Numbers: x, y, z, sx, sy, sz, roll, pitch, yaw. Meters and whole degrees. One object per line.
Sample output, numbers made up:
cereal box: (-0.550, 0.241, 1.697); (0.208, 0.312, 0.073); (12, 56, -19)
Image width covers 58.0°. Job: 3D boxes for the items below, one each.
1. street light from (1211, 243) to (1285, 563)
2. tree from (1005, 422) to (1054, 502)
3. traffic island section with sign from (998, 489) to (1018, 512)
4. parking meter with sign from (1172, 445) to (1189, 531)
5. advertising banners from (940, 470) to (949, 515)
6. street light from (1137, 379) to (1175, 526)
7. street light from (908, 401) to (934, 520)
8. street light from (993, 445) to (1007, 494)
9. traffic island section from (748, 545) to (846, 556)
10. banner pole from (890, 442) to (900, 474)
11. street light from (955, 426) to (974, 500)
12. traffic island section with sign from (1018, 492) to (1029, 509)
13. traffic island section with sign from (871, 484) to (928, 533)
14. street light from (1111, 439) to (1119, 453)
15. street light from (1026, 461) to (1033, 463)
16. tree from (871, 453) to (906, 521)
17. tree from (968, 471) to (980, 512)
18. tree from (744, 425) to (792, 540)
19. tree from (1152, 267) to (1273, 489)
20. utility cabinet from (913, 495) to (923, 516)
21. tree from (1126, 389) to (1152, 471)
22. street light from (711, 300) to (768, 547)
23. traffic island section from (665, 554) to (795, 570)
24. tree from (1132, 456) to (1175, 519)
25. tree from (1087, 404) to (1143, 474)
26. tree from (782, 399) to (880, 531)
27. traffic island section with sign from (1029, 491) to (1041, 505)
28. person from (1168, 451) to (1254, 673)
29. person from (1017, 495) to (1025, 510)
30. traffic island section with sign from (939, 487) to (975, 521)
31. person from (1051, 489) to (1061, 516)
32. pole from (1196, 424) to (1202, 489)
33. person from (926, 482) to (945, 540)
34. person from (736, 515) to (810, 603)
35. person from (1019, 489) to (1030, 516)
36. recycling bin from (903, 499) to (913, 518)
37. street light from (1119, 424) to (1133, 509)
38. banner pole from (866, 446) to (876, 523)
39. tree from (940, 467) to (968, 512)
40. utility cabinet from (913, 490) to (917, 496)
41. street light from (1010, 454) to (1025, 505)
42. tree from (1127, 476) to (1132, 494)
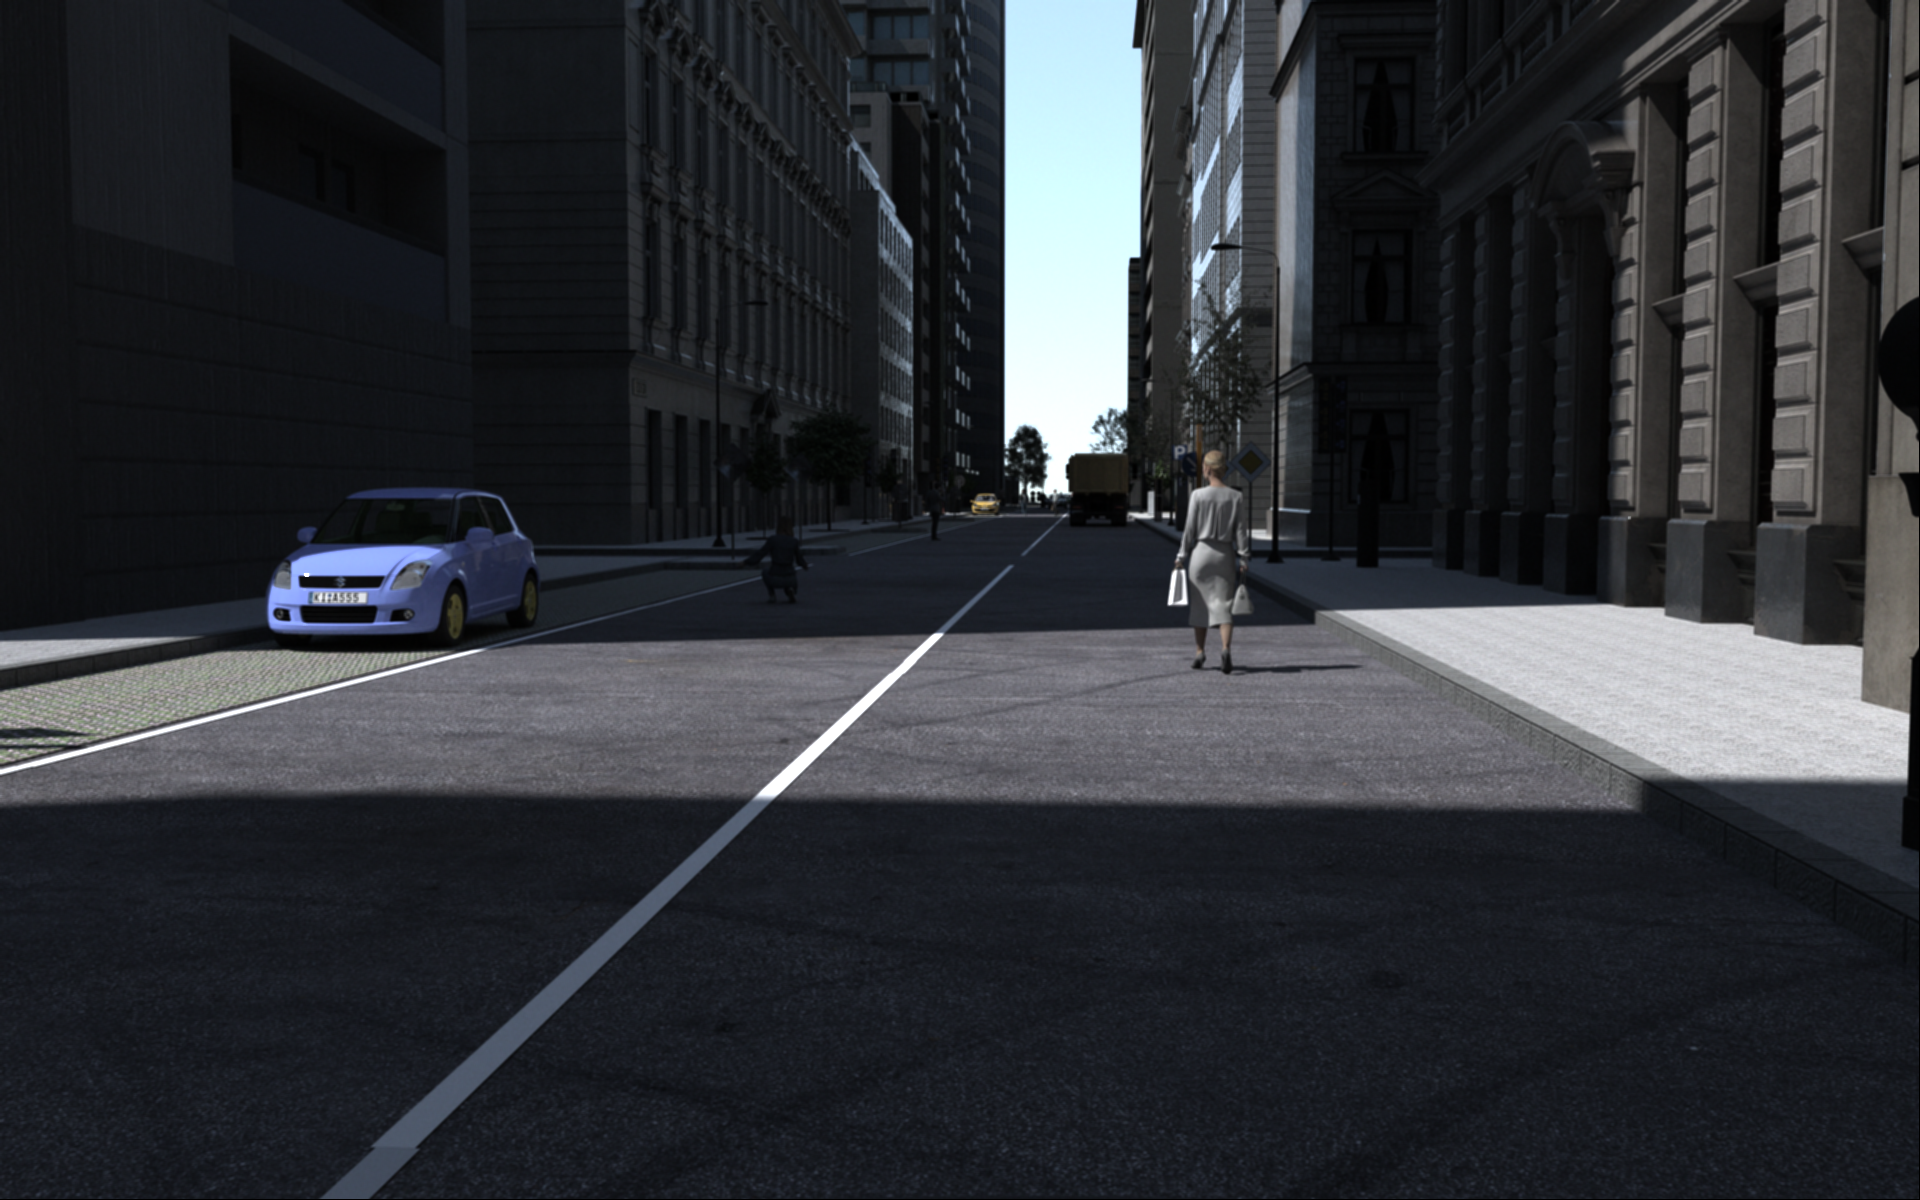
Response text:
street light: (5.343, -3.649, 32.201); (1.470, 5.913, 1.316); (0, 4, 4)
tree: (10.459, -21.924, 275.464); (9.611, 12.733, 9.660); (0, 3, 0)
traffic island section with sign: (3.473, -8.133, 141.600); (1.989, 1.847, 2.006); (0, 4, 4)
parking meter with sign: (7.724, -3.927, 60.473); (0.543, 3.016, 1.738); (0, 4, 3)
advertising banners: (-1.016, -6.885, 108.762); (0.090, 3.025, 2.074); (-1, 4, -16)
street light: (8.023, -5.964, 70.046); (1.470, 5.913, 1.316); (0, 4, 4)
street light: (-1.998, -7.001, 87.006); (1.470, 5.913, 1.316); (0, 4, 4)
street light: (3.733, -11.683, 163.564); (1.470, 5.913, 1.316); (0, 4, 4)
traffic island section: (-3.869, -1.194, 41.808); (2.009, 0.180, 2.903); (0, 4, 4)
banner pole: (-3.114, -5.758, 84.156); (0.401, 3.779, 0.863); (-3, 5, -44)
street light: (0.260, -8.898, 118.025); (1.470, 5.913, 1.316); (0, 4, 4)
traffic island section with sign: (5.460, -9.777, 168.482); (1.989, 1.847, 2.006); (0, 4, 4)
traffic island section with sign: (-2.208, -3.412, 64.413); (1.989, 1.847, 2.006); (0, 4, 4)
street light: (13.729, -10.611, 146.025); (1.470, 5.913, 1.316); (0, 4, 4)
street light: (9.730, -16.742, 246.278); (1.470, 5.913, 1.316); (0, 4, 4)
tree: (-3.310, -5.350, 82.075); (1.663, 3.219, 1.824); (0, 3, 0)
tree: (0.368, -8.150, 127.853); (1.663, 3.219, 1.824); (0, 3, 0)
tree: (-5.397, -3.319, 48.869); (1.663, 3.219, 1.824); (0, 3, 0)
tree: (8.534, -6.503, 56.684); (4.360, 8.622, 3.978); (0, 3, 0)
utility cabinet: (-2.474, -5.517, 101.364); (0.306, 1.237, 1.020); (-1, 4, -16)
tree: (13.613, -10.379, 120.055); (4.360, 8.622, 3.978); (0, 3, 0)
street light: (-5.289, -4.228, 41.668); (1.470, 5.913, 1.316); (0, 4, 4)
traffic island section: (-4.455, -0.707, 33.844); (2.009, 0.180, 2.903); (0, 4, 4)
tree: (10.219, -5.765, 88.857); (1.663, 3.219, 1.824); (0, 3, 0)
tree: (18.558, -16.789, 200.258); (9.928, 11.665, 9.643); (0, 3, 0)
tree: (-4.460, -4.665, 59.994); (4.285, 4.588, 4.351); (0, 3, 0)
traffic island section with sign: (9.470, -13.112, 223.009); (1.989, 1.847, 2.006); (0, 4, 4)
person: (2.014, -0.311, 13.933); (0.694, 1.780, 0.624); (1, 4, 11)
person: (5.680, -9.023, 156.731); (1.217, 1.736, 0.721); (0, 4, -1)
traffic island section with sign: (-0.226, -5.056, 91.296); (1.989, 1.847, 2.006); (0, 4, 4)
person: (6.231, -6.332, 112.515); (0.515, 1.767, 0.782); (-1, 4, -8)
pole: (6.999, -3.479, 50.719); (0.158, 3.312, 0.155); (0, 3, 0)
person: (-0.754, -2.754, 53.711); (0.473, 1.802, 0.592); (-2, 4, -29)
person: (-2.465, -0.549, 22.968); (1.012, 1.151, 0.738); (-1, 4, -11)
person: (4.202, -6.413, 113.702); (0.623, 1.781, 0.721); (-1, 4, -22)
recycling bin: (-2.981, -4.940, 93.331); (0.722, 1.027, 0.722); (-2, 4, -28)
street light: (11.542, -8.736, 115.368); (1.470, 5.913, 1.316); (0, 4, 4)
banner pole: (-4.060, -5.402, 78.331); (0.401, 3.779, 0.863); (-3, 4, -38)
tree: (-0.543, -7.831, 122.632); (1.663, 3.219, 1.824); (0, 3, 0)
utility cabinet: (-3.188, -5.917, 105.422); (1.173, 1.500, 0.318); (-1, 4, -10)
street light: (6.451, -13.969, 200.939); (1.470, 5.913, 1.316); (0, 4, 4)
tree: (15.323, -10.026, 158.529); (1.663, 3.219, 1.824); (0, 3, 0)
